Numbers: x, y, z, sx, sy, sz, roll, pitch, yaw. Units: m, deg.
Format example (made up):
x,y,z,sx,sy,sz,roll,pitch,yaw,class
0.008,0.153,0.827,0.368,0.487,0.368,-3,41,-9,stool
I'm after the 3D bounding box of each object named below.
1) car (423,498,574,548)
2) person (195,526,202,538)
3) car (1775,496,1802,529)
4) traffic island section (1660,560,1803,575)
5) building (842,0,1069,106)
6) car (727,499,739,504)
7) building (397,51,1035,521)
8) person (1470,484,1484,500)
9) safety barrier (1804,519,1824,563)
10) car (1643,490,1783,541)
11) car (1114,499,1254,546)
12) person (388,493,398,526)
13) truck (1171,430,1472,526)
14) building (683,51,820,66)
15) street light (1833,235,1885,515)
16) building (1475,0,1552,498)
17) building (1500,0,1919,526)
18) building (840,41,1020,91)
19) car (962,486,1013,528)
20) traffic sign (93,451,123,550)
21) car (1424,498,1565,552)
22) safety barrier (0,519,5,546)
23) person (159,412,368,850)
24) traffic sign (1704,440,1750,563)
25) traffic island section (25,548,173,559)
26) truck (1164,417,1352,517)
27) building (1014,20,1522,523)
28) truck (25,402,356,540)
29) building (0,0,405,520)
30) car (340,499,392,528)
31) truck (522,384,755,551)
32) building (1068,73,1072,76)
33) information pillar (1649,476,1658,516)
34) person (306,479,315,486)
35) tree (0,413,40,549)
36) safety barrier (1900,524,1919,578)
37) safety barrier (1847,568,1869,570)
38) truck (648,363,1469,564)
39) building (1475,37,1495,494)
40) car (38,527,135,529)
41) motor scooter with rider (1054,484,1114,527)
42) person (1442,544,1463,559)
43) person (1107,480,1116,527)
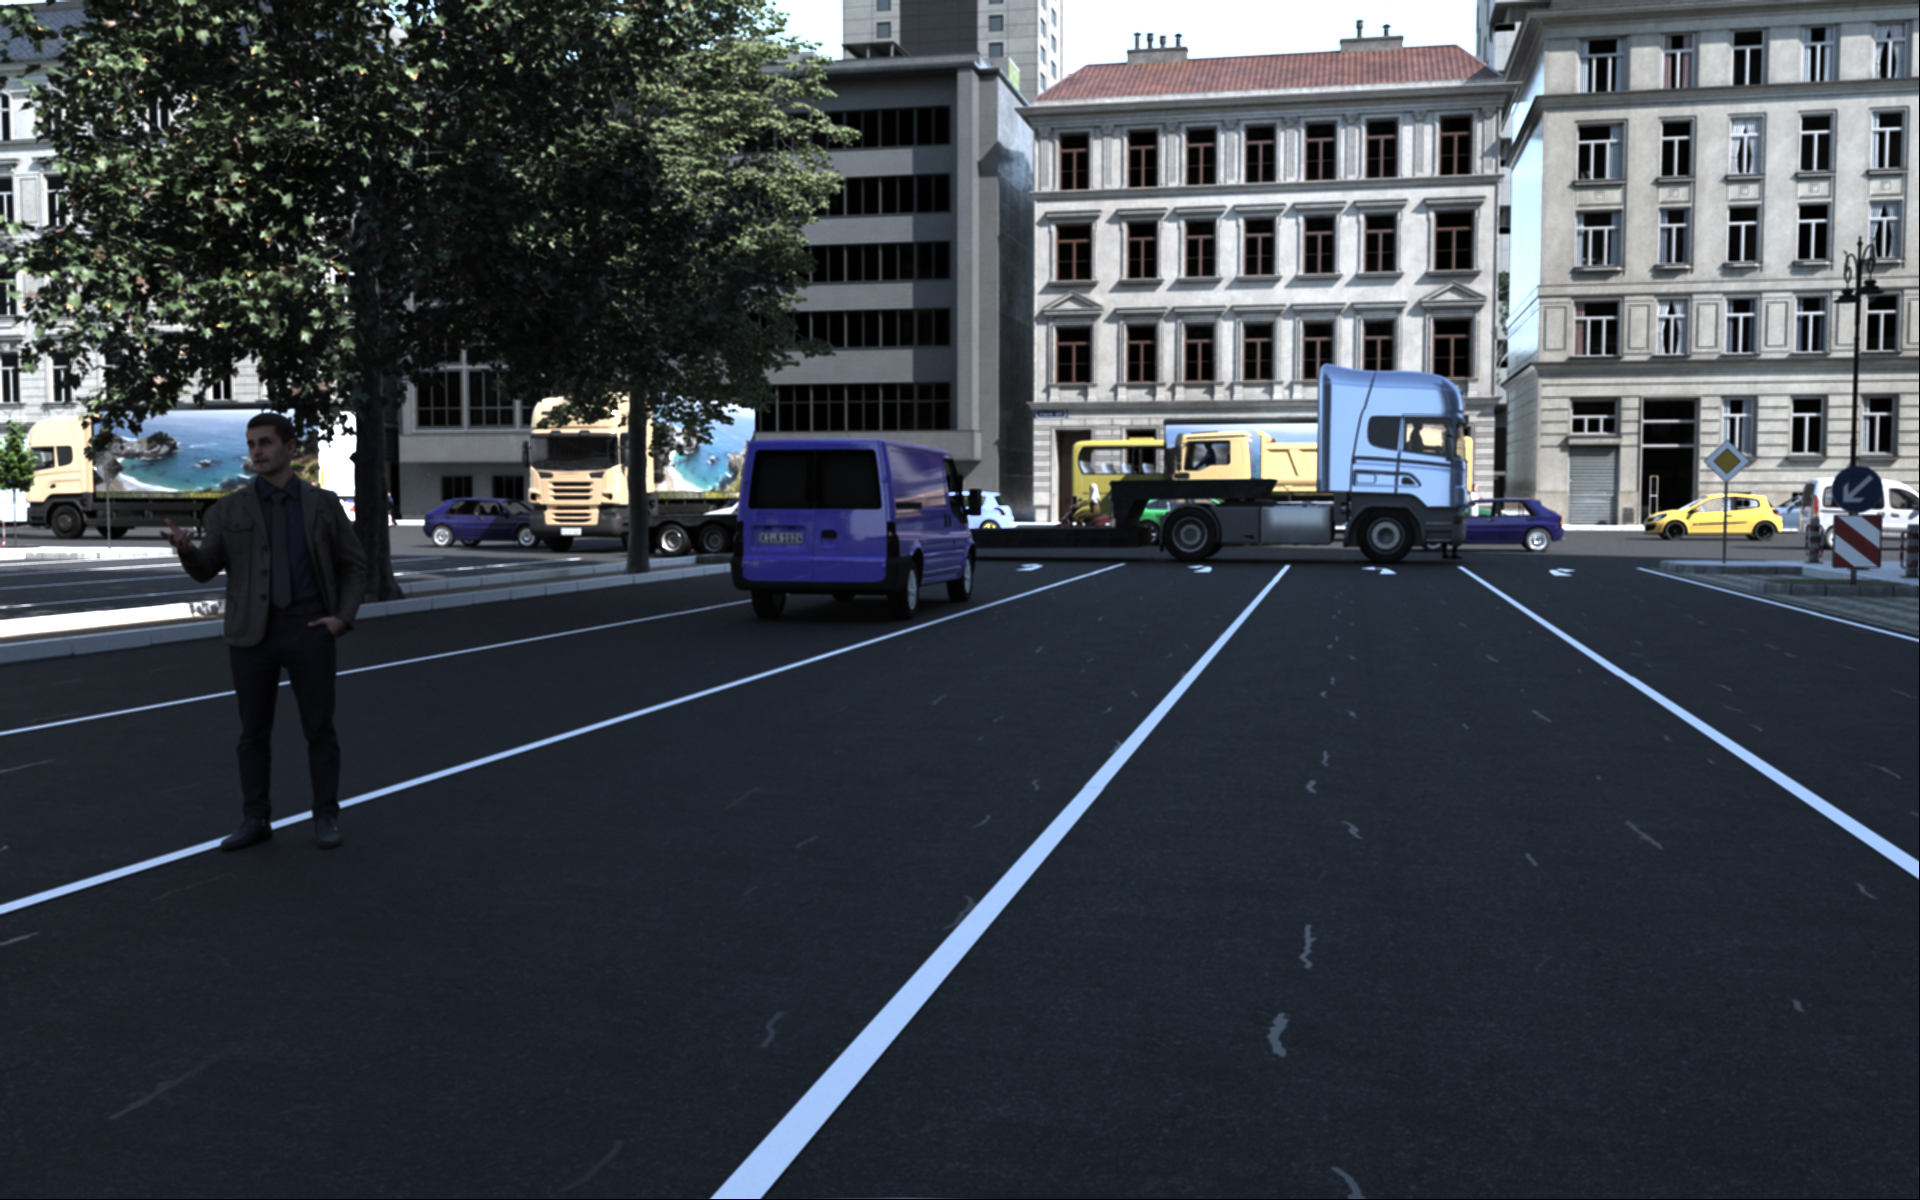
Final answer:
x,y,z,sx,sy,sz,roll,pitch,yaw,class
-12.433,-2.099,46.893,3.894,1.354,1.945,1,4,13,car
-25.032,-2.674,56.901,0.332,1.250,0.352,0,4,4,person
31.312,-3.195,64.245,4.499,1.417,2.014,1,4,14,car
14.187,-0.601,32.113,2.009,0.180,2.903,1,4,13,traffic island section
0.145,-45.734,186.001,20.611,71.187,20.563,1,4,13,building
-8.253,-3.719,73.382,3.894,1.354,1.945,1,4,11,car
-11.671,-16.334,86.127,30.058,24.678,14.314,1,4,13,building
16.668,-2.866,55.929,0.524,1.755,0.480,2,4,26,person
15.869,-1.094,32.167,0.300,0.817,1.120,1,4,13,safety barrier
23.564,-2.694,54.274,3.980,1.641,2.015,1,4,14,car
6.726,-2.438,48.656,4.718,1.807,1.959,1,4,14,car
-25.278,-4.002,76.624,0.600,1.496,0.574,0,4,4,person
10.584,-3.508,53.275,9.791,3.379,3.469,1,4,14,truck
-25.197,-34.908,190.357,30.456,49.044,23.786,1,4,13,building
16.119,-3.572,31.193,0.468,5.910,1.993,1,4,13,street light
58.645,-34.185,148.160,28.713,52.752,27.495,1,4,13,building
39.192,-14.770,74.776,30.059,22.955,16.112,1,4,13,building
-2.760,-29.065,158.814,14.154,41.232,14.086,1,4,13,building
-0.163,-2.780,55.050,3.694,1.707,1.945,1,4,11,car
-19.486,-2.201,39.621,0.795,2.450,0.064,1,4,13,traffic sign
13.158,-1.903,43.697,3.894,1.354,1.945,1,4,14,car
-21.500,-1.464,38.204,0.300,0.817,1.120,1,4,13,safety barrier
-2.753,0.131,6.896,0.617,1.759,0.750,0,4,-3,person
14.162,-1.737,32.041,0.795,2.450,0.064,1,4,13,traffic sign
-19.510,-1.065,39.688,2.009,0.180,2.903,1,4,13,traffic island section
13.320,-4.614,64.354,11.283,4.237,2.839,1,4,15,truck
13.932,-14.862,79.157,21.152,22.565,11.583,1,4,13,building
-24.594,-4.028,54.773,11.283,4.237,2.839,1,4,13,truck
-48.068,-19.473,94.795,44.131,29.872,17.030,1,4,13,building
-22.734,-3.027,61.847,4.827,1.381,2.083,1,4,13,car
-8.368,-3.514,46.373,2.839,4.237,11.283,1,4,11,truck
6.641,-43.169,247.817,28.212,58.520,21.231,1,4,13,building
27.801,-3.973,69.450,0.304,2.012,0.304,1,4,17,information pillar
-18.031,-2.449,48.340,0.447,1.846,0.655,1,4,11,person
-22.531,-2.856,41.301,1.663,3.219,1.824,0,3,0,tree
14.591,-0.749,26.522,0.300,0.817,1.120,1,4,13,safety barrier
15.232,-0.922,29.343,0.300,0.817,1.120,1,4,13,safety barrier
2.084,-2.951,38.011,18.799,4.110,2.967,1,4,14,truck
59.958,-44.872,171.910,20.563,71.187,20.611,1,4,13,building
-35.932,-3.632,71.173,4.920,1.459,2.131,1,4,14,car
3.683,-2.575,51.073,1.986,1.779,0.876,1,4,14,motor scooter with rider
10.928,-1.746,38.505,0.566,1.644,0.517,2,4,24,person
4.810,-2.727,52.891,0.655,1.846,0.447,1,4,19,person
